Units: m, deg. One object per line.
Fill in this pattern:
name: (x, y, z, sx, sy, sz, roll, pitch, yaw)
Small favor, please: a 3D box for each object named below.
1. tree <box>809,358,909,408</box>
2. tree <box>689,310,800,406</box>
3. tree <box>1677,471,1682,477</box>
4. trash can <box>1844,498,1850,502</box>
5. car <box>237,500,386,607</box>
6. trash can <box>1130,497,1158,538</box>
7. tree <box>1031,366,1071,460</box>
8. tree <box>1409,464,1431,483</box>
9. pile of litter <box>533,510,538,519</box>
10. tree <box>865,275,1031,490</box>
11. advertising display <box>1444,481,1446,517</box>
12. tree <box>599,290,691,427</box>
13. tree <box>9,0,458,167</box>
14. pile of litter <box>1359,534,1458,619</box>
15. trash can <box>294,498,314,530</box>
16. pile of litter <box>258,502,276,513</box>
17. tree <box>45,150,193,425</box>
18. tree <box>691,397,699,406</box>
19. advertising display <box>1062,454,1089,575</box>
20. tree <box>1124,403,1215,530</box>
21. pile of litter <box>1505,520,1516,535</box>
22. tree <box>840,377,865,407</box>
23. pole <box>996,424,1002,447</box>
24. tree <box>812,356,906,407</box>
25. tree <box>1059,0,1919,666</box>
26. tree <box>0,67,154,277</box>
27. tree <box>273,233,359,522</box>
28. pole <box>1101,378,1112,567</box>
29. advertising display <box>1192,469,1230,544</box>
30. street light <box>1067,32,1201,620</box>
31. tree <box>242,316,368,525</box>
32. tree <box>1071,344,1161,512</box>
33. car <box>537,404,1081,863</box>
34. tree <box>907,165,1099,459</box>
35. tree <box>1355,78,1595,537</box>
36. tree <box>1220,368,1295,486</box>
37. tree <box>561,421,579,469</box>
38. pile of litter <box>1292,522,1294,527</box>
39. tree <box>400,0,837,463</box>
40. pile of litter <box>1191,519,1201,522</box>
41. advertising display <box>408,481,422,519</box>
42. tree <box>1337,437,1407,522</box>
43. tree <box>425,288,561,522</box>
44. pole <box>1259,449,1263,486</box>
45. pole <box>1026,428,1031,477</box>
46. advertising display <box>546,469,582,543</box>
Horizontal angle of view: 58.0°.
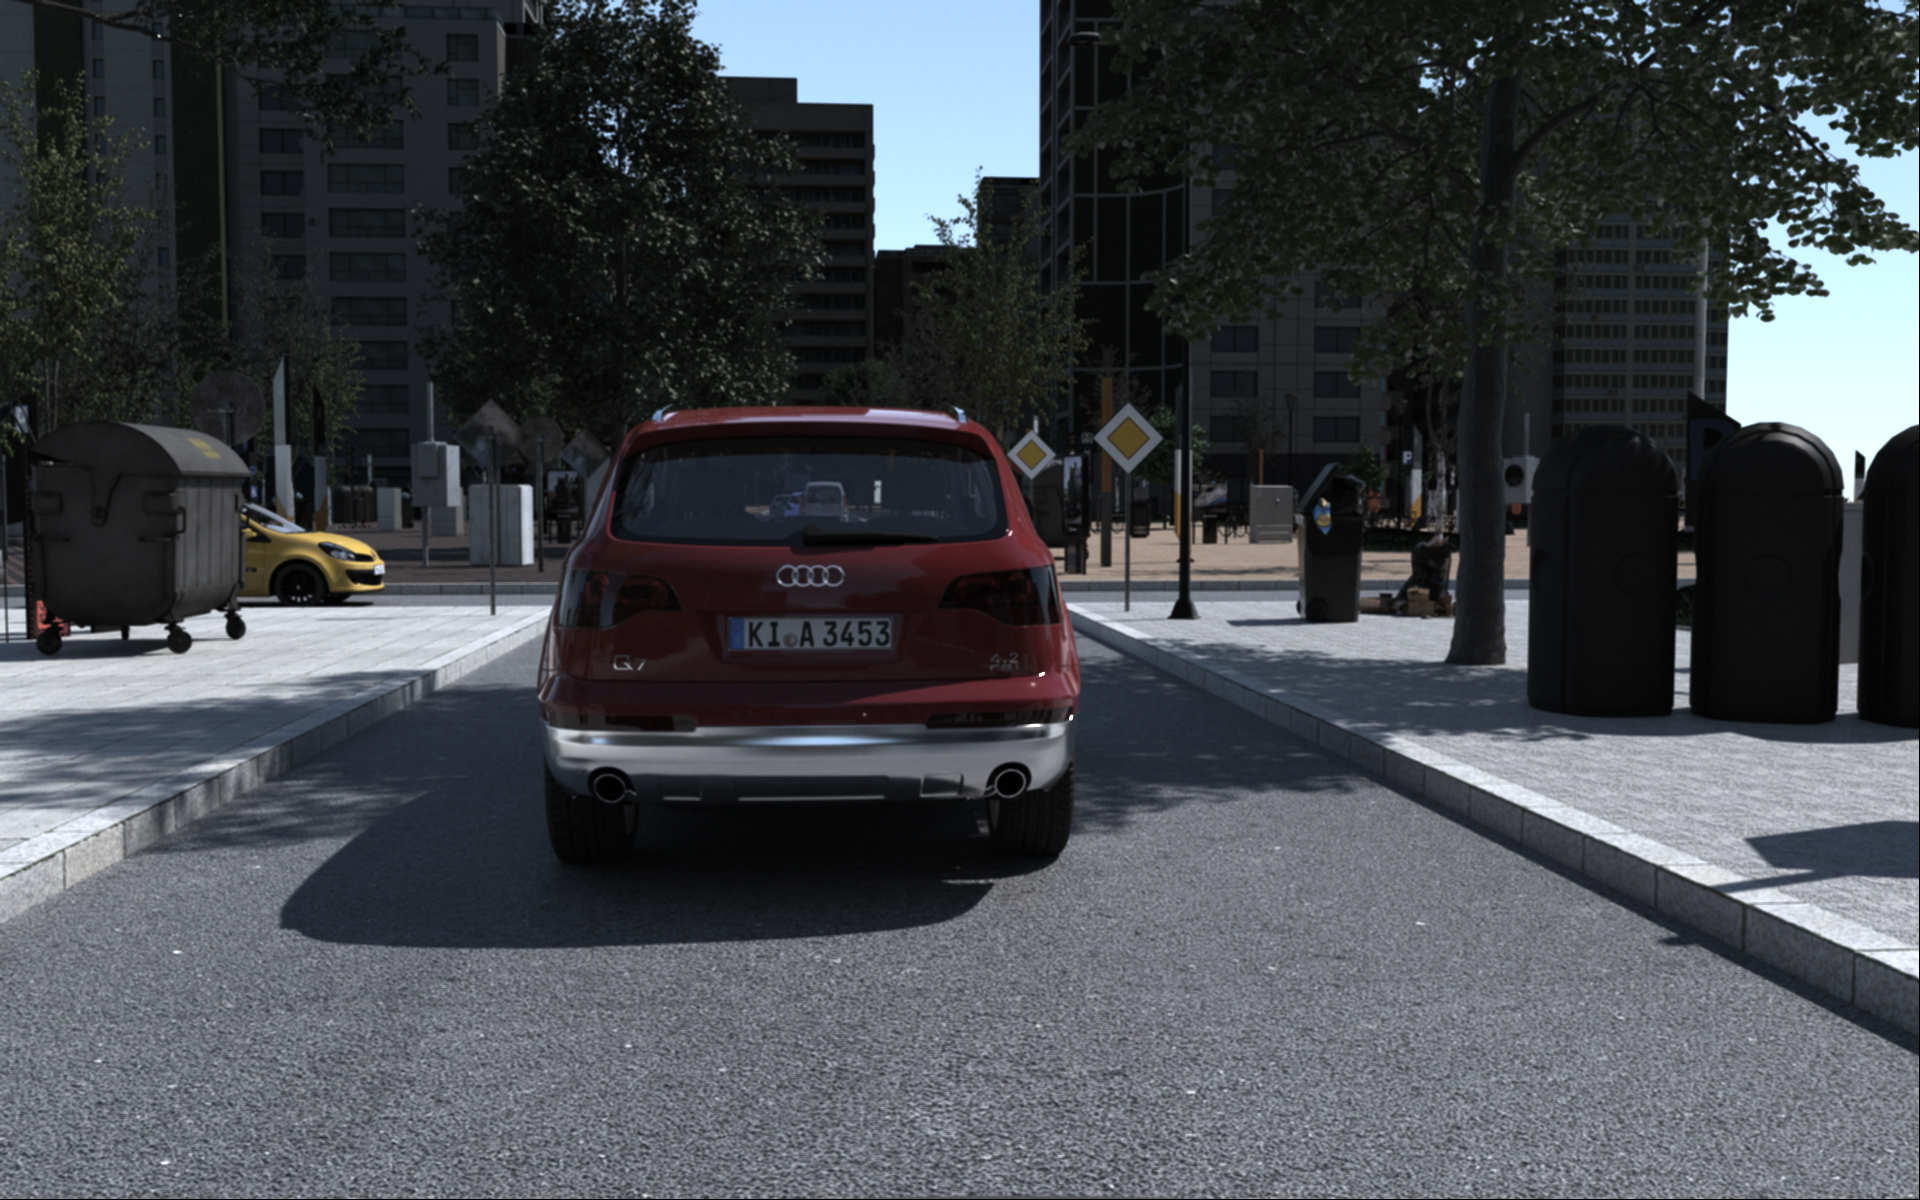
tree: (-6.263, -11.257, 118.465, 8.767, 10.594, 7.601, -2, 4, -28)
tree: (-13.564, -11.596, 107.729, 7.486, 12.596, 7.792, 0, 3, 0)
tree: (28.772, -4.436, 67.125, 1.663, 3.219, 1.824, 0, 3, 0)
trash can: (29.677, -2.873, 58.625, 0.748, 1.137, 0.748, 0, 3, 0)
car: (-9.456, -0.731, 22.180, 3.980, 1.641, 2.015, 0, 4, -5)
trash can: (5.274, -2.406, 50.991, 0.748, 1.137, 0.748, 0, 3, 0)
tree: (4.538, -9.173, 100.340, 4.360, 8.622, 3.978, 0, 3, 0)
tree: (20.843, -5.183, 79.337, 1.663, 3.219, 1.824, 0, 3, 0)
pile of litter: (-21.940, -4.496, 87.475, 1.719, 0.858, 1.176, -2, 4, -24)
tree: (-0.354, -6.627, 58.713, 4.360, 8.622, 3.978, 0, 3, 0)
advertising display: (23.756, -4.906, 85.421, 0.123, 1.923, 0.974, 2, 4, 32)
tree: (-10.377, -6.503, 56.685, 4.360, 8.622, 3.978, 0, 3, 0)
tree: (-6.123, -4.545, 8.731, 7.601, 10.594, 8.767, 0, 4, 4)
pile of litter: (4.844, -0.280, 18.548, 1.176, 0.858, 1.719, 0, 4, 1)
trash can: (-21.509, -2.753, 56.658, 0.748, 1.137, 0.748, 0, 3, 0)
pile of litter: (-36.722, -4.743, 91.507, 1.176, 0.858, 1.719, 2, 4, 34)
tree: (-18.311, -5.365, 38.088, 4.360, 8.622, 3.978, 0, 3, 0)
tree: (-11.861, -8.508, 73.515, 7.601, 10.594, 8.767, -1, 4, -9)
advertising display: (1.862, -1.392, 27.971, 0.123, 1.923, 0.974, -1, 4, -16)
tree: (7.493, -4.819, 62.502, 4.285, 4.588, 4.351, 0, 3, 0)
pile of litter: (16.762, -2.493, 54.719, 1.719, 0.858, 1.176, 0, 4, 0)
tree: (-3.232, -7.885, 79.282, 4.360, 8.622, 3.978, 0, 3, 0)
pole: (1.141, -3.477, 50.691, 0.158, 3.312, 0.155, 0, 3, 0)
tree: (-7.532, -12.495, 130.050, 9.928, 11.665, 9.643, 0, 3, 0)
tree: (4.330, -5.800, 12.954, 7.486, 12.596, 7.792, 0, 3, 0)
tree: (-15.890, -4.844, 29.568, 4.737, 8.622, 4.395, 0, 3, 0)
tree: (-18.542, -5.959, 47.787, 4.360, 8.622, 3.978, 0, 3, 0)
pole: (2.575, -2.240, 30.467, 0.158, 3.312, 0.155, 0, 3, 0)
advertising display: (6.486, -2.427, 44.889, 0.974, 1.923, 0.123, 1, 4, 18)
street light: (1.777, -2.759, 17.656, 1.470, 5.913, 1.316, 0, 4, -5)
tree: (-26.084, -7.360, 70.699, 4.737, 8.622, 4.395, 0, 3, 0)
tree: (7.724, -8.204, 84.494, 4.360, 8.622, 3.978, 0, 3, 0)
car: (-0.701, 0.021, 8.329, 2.281, 1.827, 5.304, 0, 4, -5)
tree: (0.928, -5.475, 39.877, 4.737, 8.622, 4.395, 0, 3, 0)
tree: (8.718, -4.897, 30.424, 4.360, 8.622, 3.978, 0, 3, 0)
tree: (17.414, -9.265, 101.843, 4.360, 8.622, 3.978, 0, 3, 0)
tree: (-18.976, -7.953, 80.398, 4.737, 8.622, 4.395, 0, 3, 0)
pile of litter: (10.759, -2.727, 58.550, 1.176, 0.858, 1.719, 3, 4, 38)
tree: (-7.565, -7.417, 38.283, 9.611, 12.733, 9.660, 0, 3, 0)
pile of litter: (10.425, -3.971, 78.895, 1.176, 0.858, 1.719, 0, 4, 8)
advertising display: (-27.671, -5.084, 88.333, 0.123, 1.923, 0.974, 3, 5, 41)
tree: (13.739, -3.908, 58.500, 1.663, 3.219, 1.824, 0, 3, 0)
tree: (-16.359, -6.660, 59.254, 4.737, 8.622, 4.395, 0, 3, 0)
pole: (13.664, -5.185, 78.624, 0.158, 3.312, 0.155, 0, 3, 0)
pole: (2.114, -3.656, 53.626, 0.158, 3.312, 0.155, 0, 3, 0)
advertising display: (-10.324, -2.442, 45.141, 0.974, 1.923, 0.123, 1, 4, 18)
